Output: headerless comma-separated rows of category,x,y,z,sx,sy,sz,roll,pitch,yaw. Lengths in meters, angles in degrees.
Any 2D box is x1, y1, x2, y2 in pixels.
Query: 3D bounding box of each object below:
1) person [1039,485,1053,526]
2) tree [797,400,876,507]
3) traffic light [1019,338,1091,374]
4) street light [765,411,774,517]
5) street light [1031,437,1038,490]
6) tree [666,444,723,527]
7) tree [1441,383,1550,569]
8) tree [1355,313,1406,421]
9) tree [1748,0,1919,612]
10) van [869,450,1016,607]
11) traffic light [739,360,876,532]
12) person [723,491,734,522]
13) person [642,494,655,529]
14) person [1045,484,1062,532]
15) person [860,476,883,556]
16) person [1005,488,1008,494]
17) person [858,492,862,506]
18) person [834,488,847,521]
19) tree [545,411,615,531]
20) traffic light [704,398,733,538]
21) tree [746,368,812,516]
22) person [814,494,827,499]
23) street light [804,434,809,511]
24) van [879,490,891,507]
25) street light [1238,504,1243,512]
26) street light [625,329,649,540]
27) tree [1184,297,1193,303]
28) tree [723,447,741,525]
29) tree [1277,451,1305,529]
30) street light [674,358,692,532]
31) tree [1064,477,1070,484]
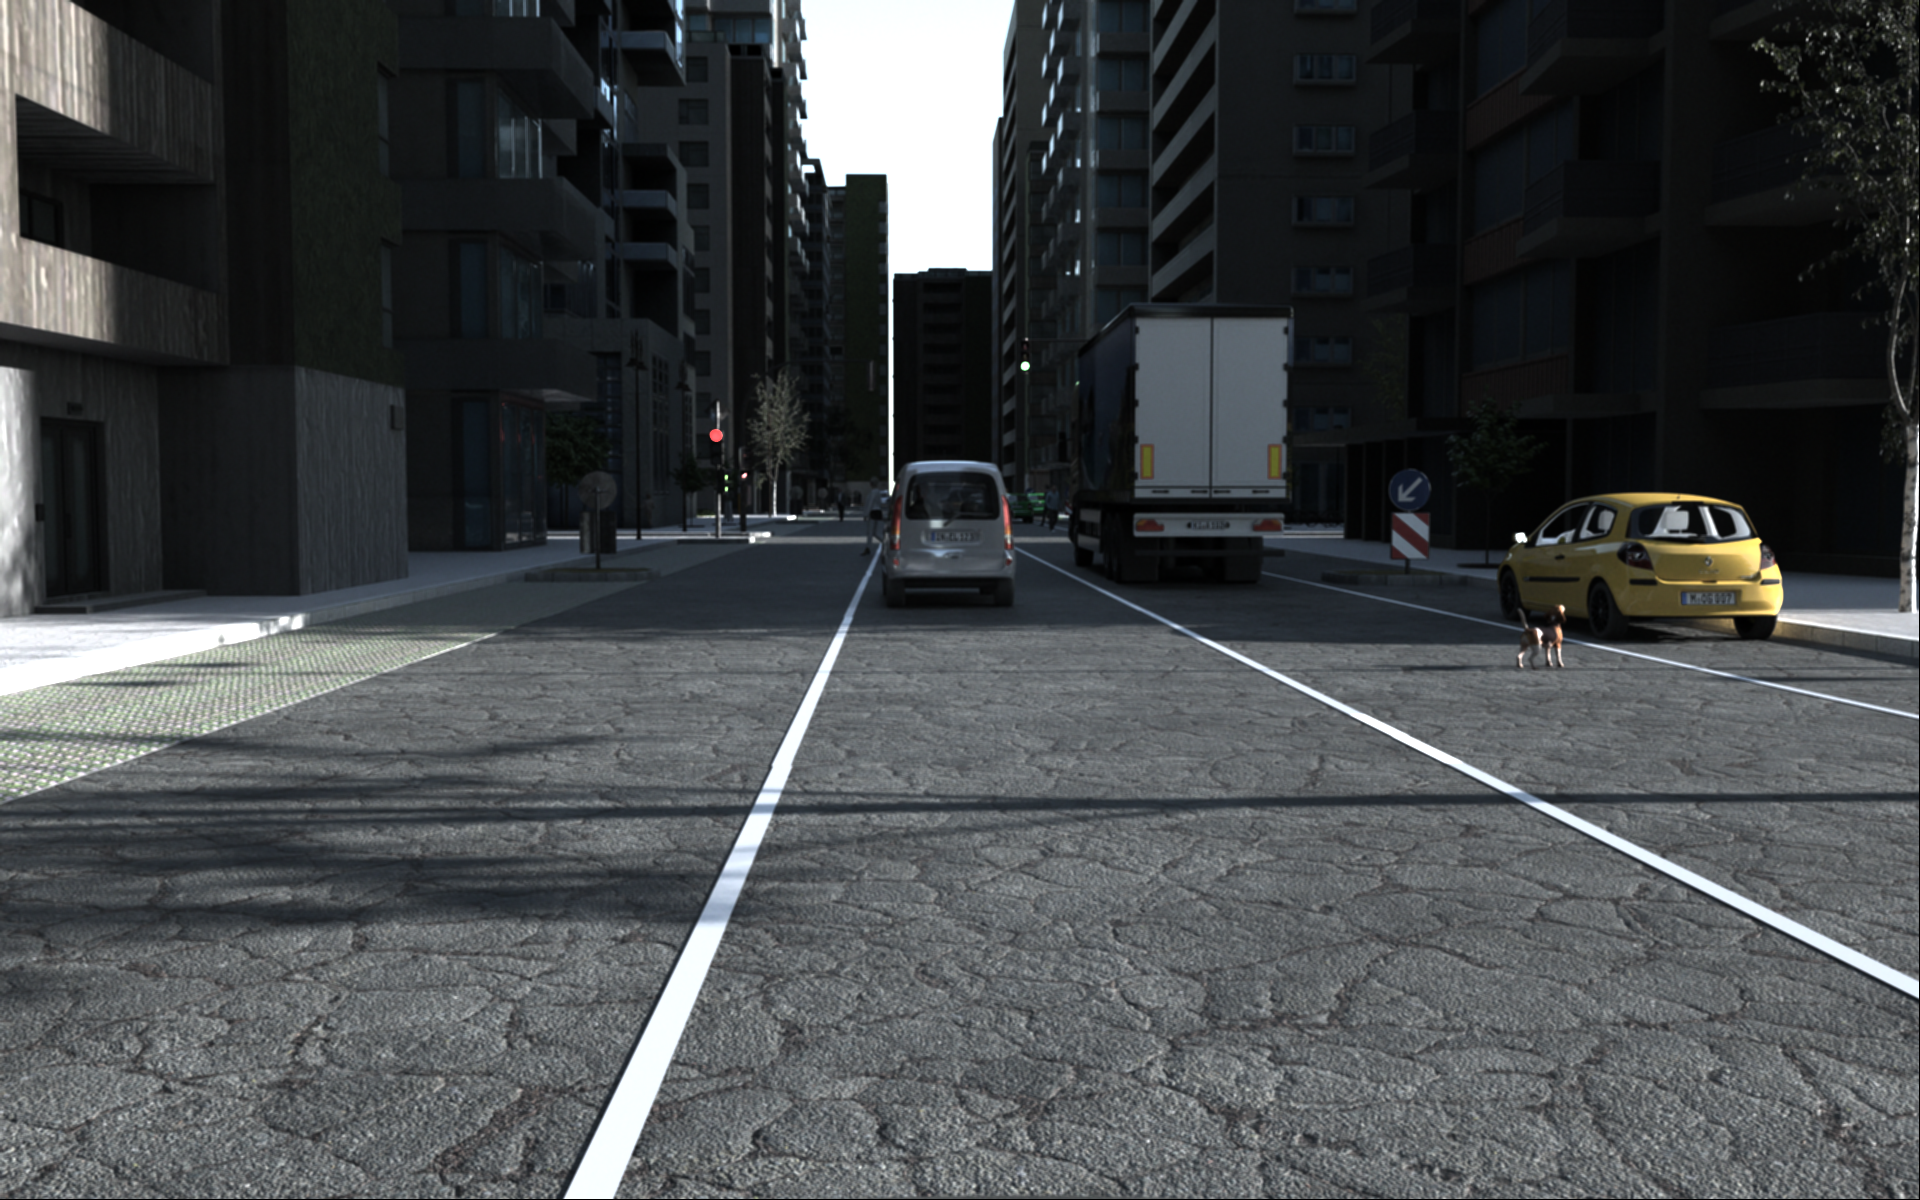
person,3.830,-4.185,76.697,0.755,1.850,0.659,3,5,44
tree,-12.791,-14.499,171.470,8.767,10.594,7.601,-3,4,-37
traffic light,4.103,-4.657,50.810,4.771,5.953,1.251,0,4,-2
street light,-10.576,-7.550,96.235,0.468,5.910,1.993,0,4,-2
street light,5.788,-9.850,133.827,0.468,5.910,1.993,0,4,-2
tree,-10.393,-4.447,67.303,1.663,3.219,1.824,0,3,0
tree,9.174,-2.183,30.299,1.663,3.219,1.824,0,3,0
tree,16.396,-6.838,62.165,4.737,8.622,4.395,0,3,0
tree,10.539,-4.172,18.568,4.360,8.622,3.978,0,3,0
van,-0.214,-1.005,23.436,2.013,2.044,4.112,0,4,-4
traffic light,-5.229,-5.137,58.663,4.771,5.953,1.251,0,4,-2
person,-10.670,-4.468,79.647,0.519,1.759,0.362,2,4,32
person,-11.411,-3.250,63.460,0.475,1.303,0.640,-3,4,-39
person,3.471,-3.443,64.817,0.660,1.820,0.620,-2,4,-35
person,-1.950,-1.959,40.414,0.818,1.842,0.514,-1,4,-9
person,2.555,-5.435,97.913,0.362,1.759,0.519,0,4,6
person,-11.051,-11.100,190.898,0.530,1.710,0.541,-1,4,-20
person,-6.295,-5.038,91.265,0.661,1.777,0.834,0,4,4
tree,-13.966,-4.753,61.423,4.285,4.588,4.351,0,3,0
traffic light,-7.063,-3.771,50.581,0.839,4.253,0.868,0,4,-2
tree,-10.778,-9.214,101.011,4.360,8.622,3.978,0,3,0
person,-13.865,-10.106,172.004,1.217,1.735,0.721,0,4,-6
street light,-11.740,-9.786,132.789,0.468,5.910,1.993,0,4,-2
van,-8.278,-10.950,186.047,2.013,2.044,4.112,0,4,-1
street light,8.230,-4.766,50.718,0.468,5.910,1.993,0,4,-2
street light,-9.051,-4.639,48.635,0.468,5.910,1.993,0,4,-2
tree,7.926,-7.042,65.491,4.360,8.622,3.978,0,3,0
tree,-9.697,-4.701,71.468,1.663,3.219,1.824,0,3,0
tree,11.684,-4.221,63.607,1.663,3.219,1.824,0,3,0
street light,-9.383,-5.264,58.848,0.468,5.910,1.993,0,4,-2
tree,7.189,-6.532,101.402,1.663,3.219,1.824,0,3,0
